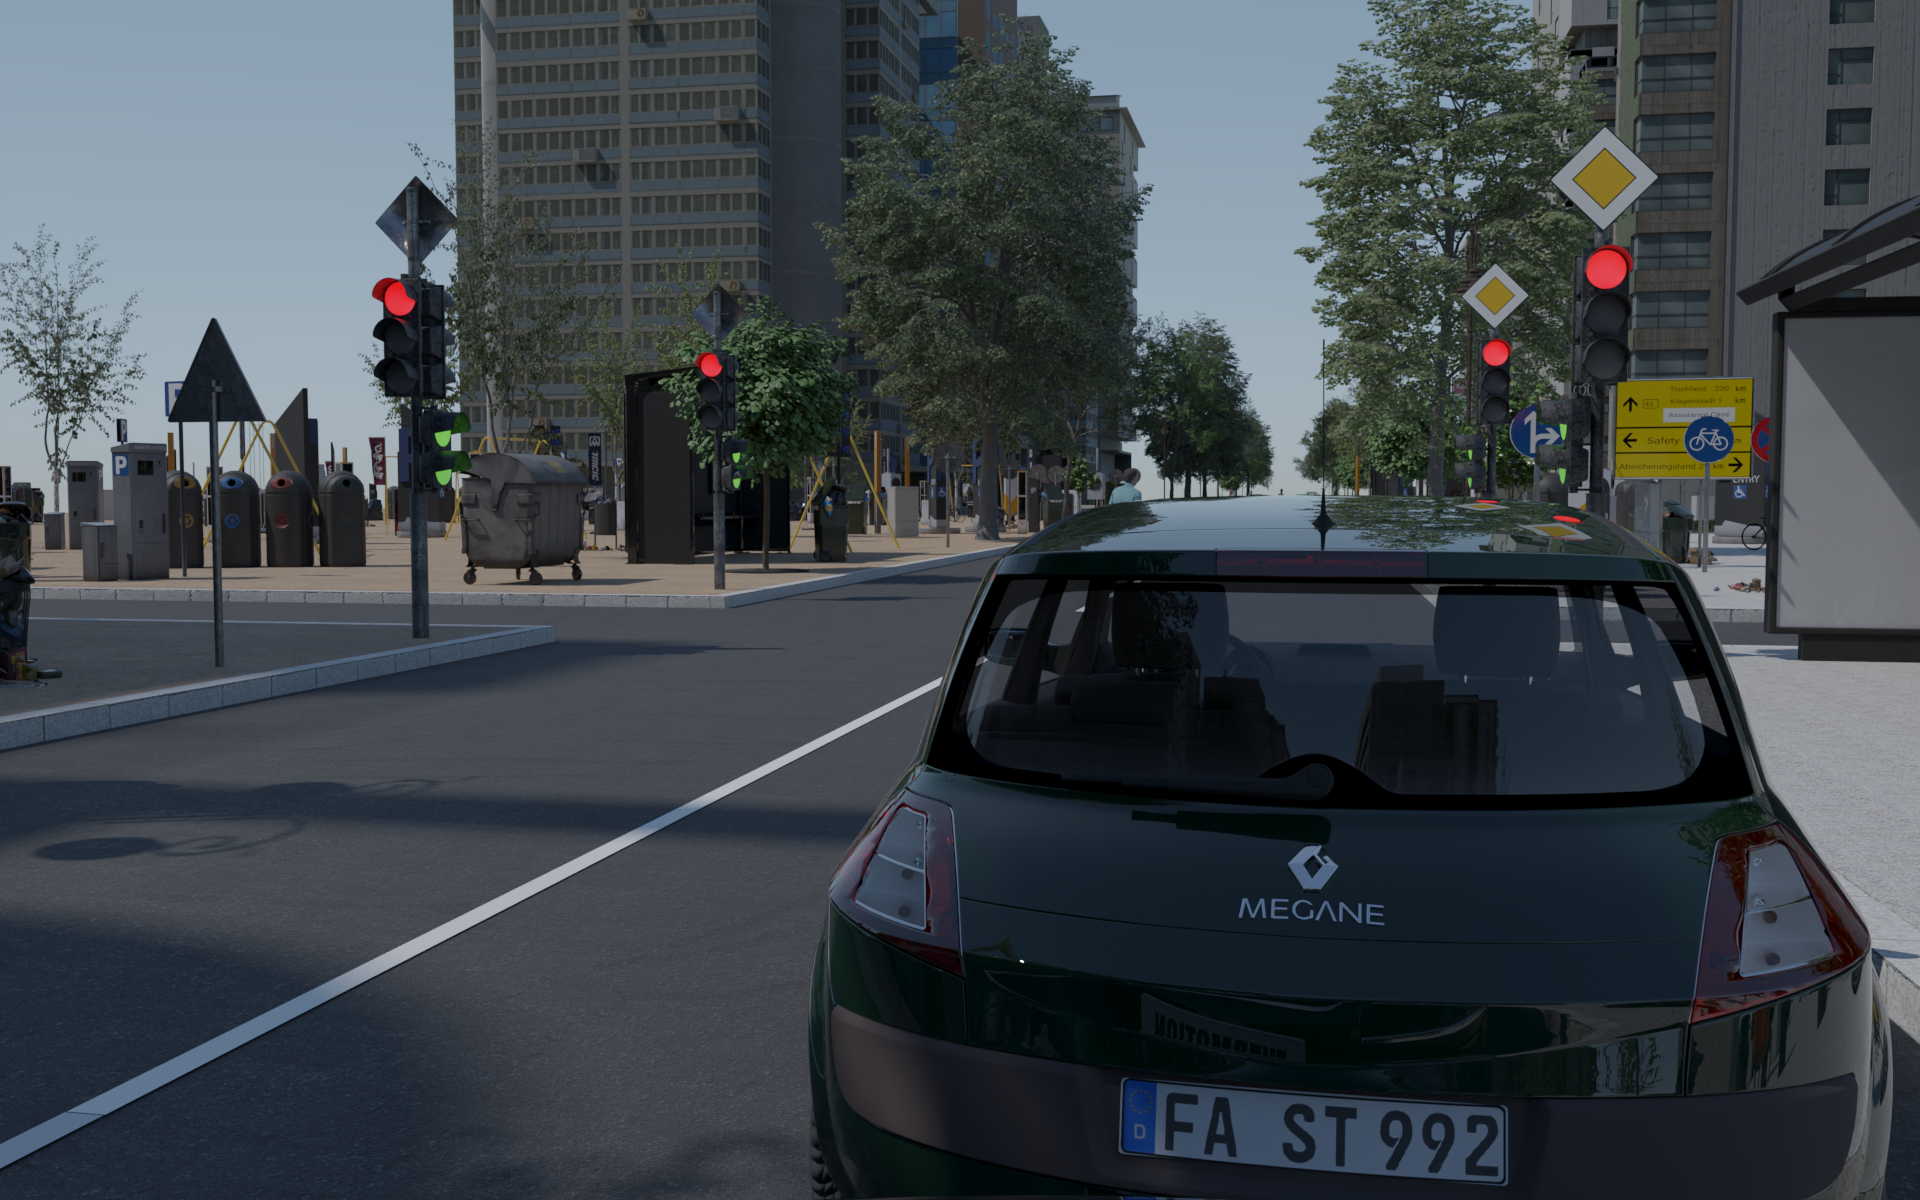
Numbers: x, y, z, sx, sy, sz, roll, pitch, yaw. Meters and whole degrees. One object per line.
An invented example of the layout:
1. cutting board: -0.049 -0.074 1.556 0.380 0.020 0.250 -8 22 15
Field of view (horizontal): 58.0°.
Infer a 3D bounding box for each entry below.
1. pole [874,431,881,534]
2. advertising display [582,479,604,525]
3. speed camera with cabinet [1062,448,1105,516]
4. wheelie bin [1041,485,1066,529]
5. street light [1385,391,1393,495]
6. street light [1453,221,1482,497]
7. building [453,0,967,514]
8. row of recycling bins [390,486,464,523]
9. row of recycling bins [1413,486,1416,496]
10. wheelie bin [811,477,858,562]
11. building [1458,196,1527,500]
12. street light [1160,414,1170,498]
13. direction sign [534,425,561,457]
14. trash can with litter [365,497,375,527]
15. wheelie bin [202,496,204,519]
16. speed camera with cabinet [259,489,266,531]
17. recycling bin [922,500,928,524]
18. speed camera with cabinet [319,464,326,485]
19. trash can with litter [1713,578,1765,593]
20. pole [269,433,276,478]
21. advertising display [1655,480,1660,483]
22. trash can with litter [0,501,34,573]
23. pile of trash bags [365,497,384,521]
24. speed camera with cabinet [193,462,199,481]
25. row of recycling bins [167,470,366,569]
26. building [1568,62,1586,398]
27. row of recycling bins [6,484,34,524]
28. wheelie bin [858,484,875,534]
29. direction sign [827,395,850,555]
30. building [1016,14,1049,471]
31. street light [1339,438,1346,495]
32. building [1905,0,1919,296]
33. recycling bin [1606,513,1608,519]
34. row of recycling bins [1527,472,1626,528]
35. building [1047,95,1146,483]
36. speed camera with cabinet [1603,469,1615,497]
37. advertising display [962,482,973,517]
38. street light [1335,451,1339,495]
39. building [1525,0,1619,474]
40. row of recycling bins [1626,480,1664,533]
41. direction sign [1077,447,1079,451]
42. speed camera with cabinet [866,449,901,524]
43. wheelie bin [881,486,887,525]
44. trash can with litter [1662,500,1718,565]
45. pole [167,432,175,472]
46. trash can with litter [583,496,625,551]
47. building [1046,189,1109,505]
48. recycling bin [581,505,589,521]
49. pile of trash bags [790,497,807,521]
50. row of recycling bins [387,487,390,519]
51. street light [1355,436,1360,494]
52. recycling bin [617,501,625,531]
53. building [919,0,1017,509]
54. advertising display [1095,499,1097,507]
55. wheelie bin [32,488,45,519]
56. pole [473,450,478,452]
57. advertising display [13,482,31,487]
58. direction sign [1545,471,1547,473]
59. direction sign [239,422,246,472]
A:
1. pole: -2.669 -3.810 56.139 0.158 3.312 0.155 0 3 0
2. advertising display: -15.476 -4.145 72.981 0.974 1.923 0.123 -3 4 -38
3. speed camera with cabinet: 5.166 -4.879 74.112 2.038 3.252 0.660 1 4 17
4. wheelie bin: 3.370 -3.412 63.698 0.980 1.594 0.693 -1 4 -21
5. street light: 15.260 -5.449 61.883 0.468 5.910 1.993 1 4 11
6. street light: 8.711 -3.477 29.634 0.468 5.910 1.993 1 4 11
7. building: -15.913 -25.835 114.279 32.217 40.220 23.993 1 4 11
8. row of recycling bins: -23.290 -4.272 76.967 3.534 1.692 1.069 -2 4 -25
9. row of recycling bins: 23.985 -5.162 91.511 1.069 1.692 3.534 2 4 31
10. wheelie bin: -2.452 -1.535 33.006 0.693 1.594 0.980 -1 4 -16
11. building: 80.291 -33.063 232.463 32.217 40.220 23.993 1 4 11
12. street light: 11.664 -7.702 98.707 0.468 5.910 1.993 1 4 11
13. direction sign: -13.614 -3.990 57.238 0.876 3.537 0.379 -2 4 -32
14. trash can with litter: -23.864 -3.478 67.921 1.678 1.210 2.233 3 5 41
15. wheelie bin: -37.200 -4.667 84.221 0.980 1.594 0.693 0 4 -4
16. speed camera with cabinet: -23.589 -4.000 59.735 0.660 3.252 2.038 2 4 32
17. recycling bin: -1.151 -3.729 73.525 0.722 1.027 0.722 2 4 26
18. speed camera with cabinet: -18.425 -3.379 49.577 0.660 3.252 2.038 -2 4 -24
19. trash can with litter: 10.800 -0.721 22.845 1.678 1.210 2.233 0 4 8
20. pole: -22.981 -3.922 57.964 0.158 3.312 0.155 0 3 0
21. advertising display: 25.390 -3.606 64.164 0.974 1.923 0.123 3 5 40
22. trash can with litter: -14.722 -0.946 26.855 0.624 1.170 1.055 -2 4 -27
23. pile of trash bags: -28.806 -4.500 83.321 1.912 1.369 3.447 -1 4 -11
24. speed camera with cabinet: -48.283 -6.941 107.816 2.038 3.252 0.660 2 4 30
25. row of recycling bins: -12.289 -1.426 30.434 3.534 1.692 1.069 -1 4 -12
26. building: 48.329 -21.105 116.769 14.160 30.474 14.107 1 4 11
27. row of recycling bins: -39.861 -4.008 72.637 1.069 1.692 3.534 -1 4 -11
28. wheelie bin: -3.309 -2.892 55.195 0.980 1.594 0.693 1 4 13
29. direction sign: -2.549 -2.719 36.452 0.379 3.537 0.876 2 4 28
30. building: -0.559 -28.227 145.111 14.154 41.232 14.086 1 4 11
31. street light: 30.314 -10.003 136.339 0.468 5.910 1.993 1 4 11
32. building: 37.513 -18.871 80.239 14.160 30.474 14.107 1 4 11
33. recycling bin: 8.098 -0.643 23.061 0.722 1.027 0.722 -2 4 -30
34. row of recycling bins: 12.081 -1.658 34.225 1.069 1.692 3.534 2 4 35
35. building: 9.644 -39.517 235.341 28.713 52.752 27.495 1 4 11
36. speed camera with cabinet: 23.016 -4.148 62.159 0.660 3.252 2.038 2 4 31
37. advertising display: 0.596 -5.499 95.117 0.974 1.923 0.123 1 4 9
38. street light: 37.018 -12.008 169.117 0.468 5.910 1.993 1 4 11
39. building: 59.971 -33.386 135.107 28.713 52.752 27.495 1 4 11
40. row of recycling bins: 18.323 -2.435 46.923 1.069 1.692 3.534 1 4 14
41. direction sign: 5.702 -5.631 84.063 0.379 3.537 0.876 1 4 8
42. speed camera with cabinet: -3.415 -4.914 74.687 0.660 3.252 2.038 3 5 40
43. wheelie bin: -3.357 -3.875 71.263 0.980 1.594 0.693 1 4 16
44. trash can with litter: 13.386 -1.247 31.778 0.624 1.170 1.055 -2 4 -35
45. pole: -26.081 -3.882 57.313 0.158 3.312 0.155 0 3 0
46. trash can with litter: -7.689 -1.721 39.199 2.233 1.210 1.678 1 4 9
47. building: 3.804 -31.675 209.759 32.217 40.220 23.993 1 4 11
48. recycling bin: -18.351 -4.383 84.221 0.722 1.027 0.722 -2 4 -25
49. pile of trash bags: -8.771 -4.530 83.823 3.447 1.369 1.912 3 4 37
50. row of recycling bins: -27.834 -4.891 87.076 1.069 1.692 3.534 -3 5 -44
51. street light: 23.723 -8.015 103.826 0.468 5.910 1.993 1 4 11
52. recycling bin: -11.584 -2.966 61.049 0.722 1.027 0.722 3 4 36
53. building: -3.677 -29.425 131.213 14.600 45.320 14.200 1 4 11
54. advertising display: 6.893 -4.919 85.637 0.123 1.923 0.974 -1 4 -15
55. wheelie bin: -46.662 -4.866 87.463 0.693 1.594 0.980 1 4 22
56. pole: -22.339 -5.269 79.984 0.158 3.312 0.155 0 3 0
57. advertising display: -50.707 -5.411 93.676 0.974 1.923 0.123 0 4 7
58. direction sign: 15.714 -3.331 46.467 0.876 3.537 0.379 -2 4 -26
59. direction sign: -15.858 -2.833 38.313 0.379 3.537 0.876 -2 4 -28
